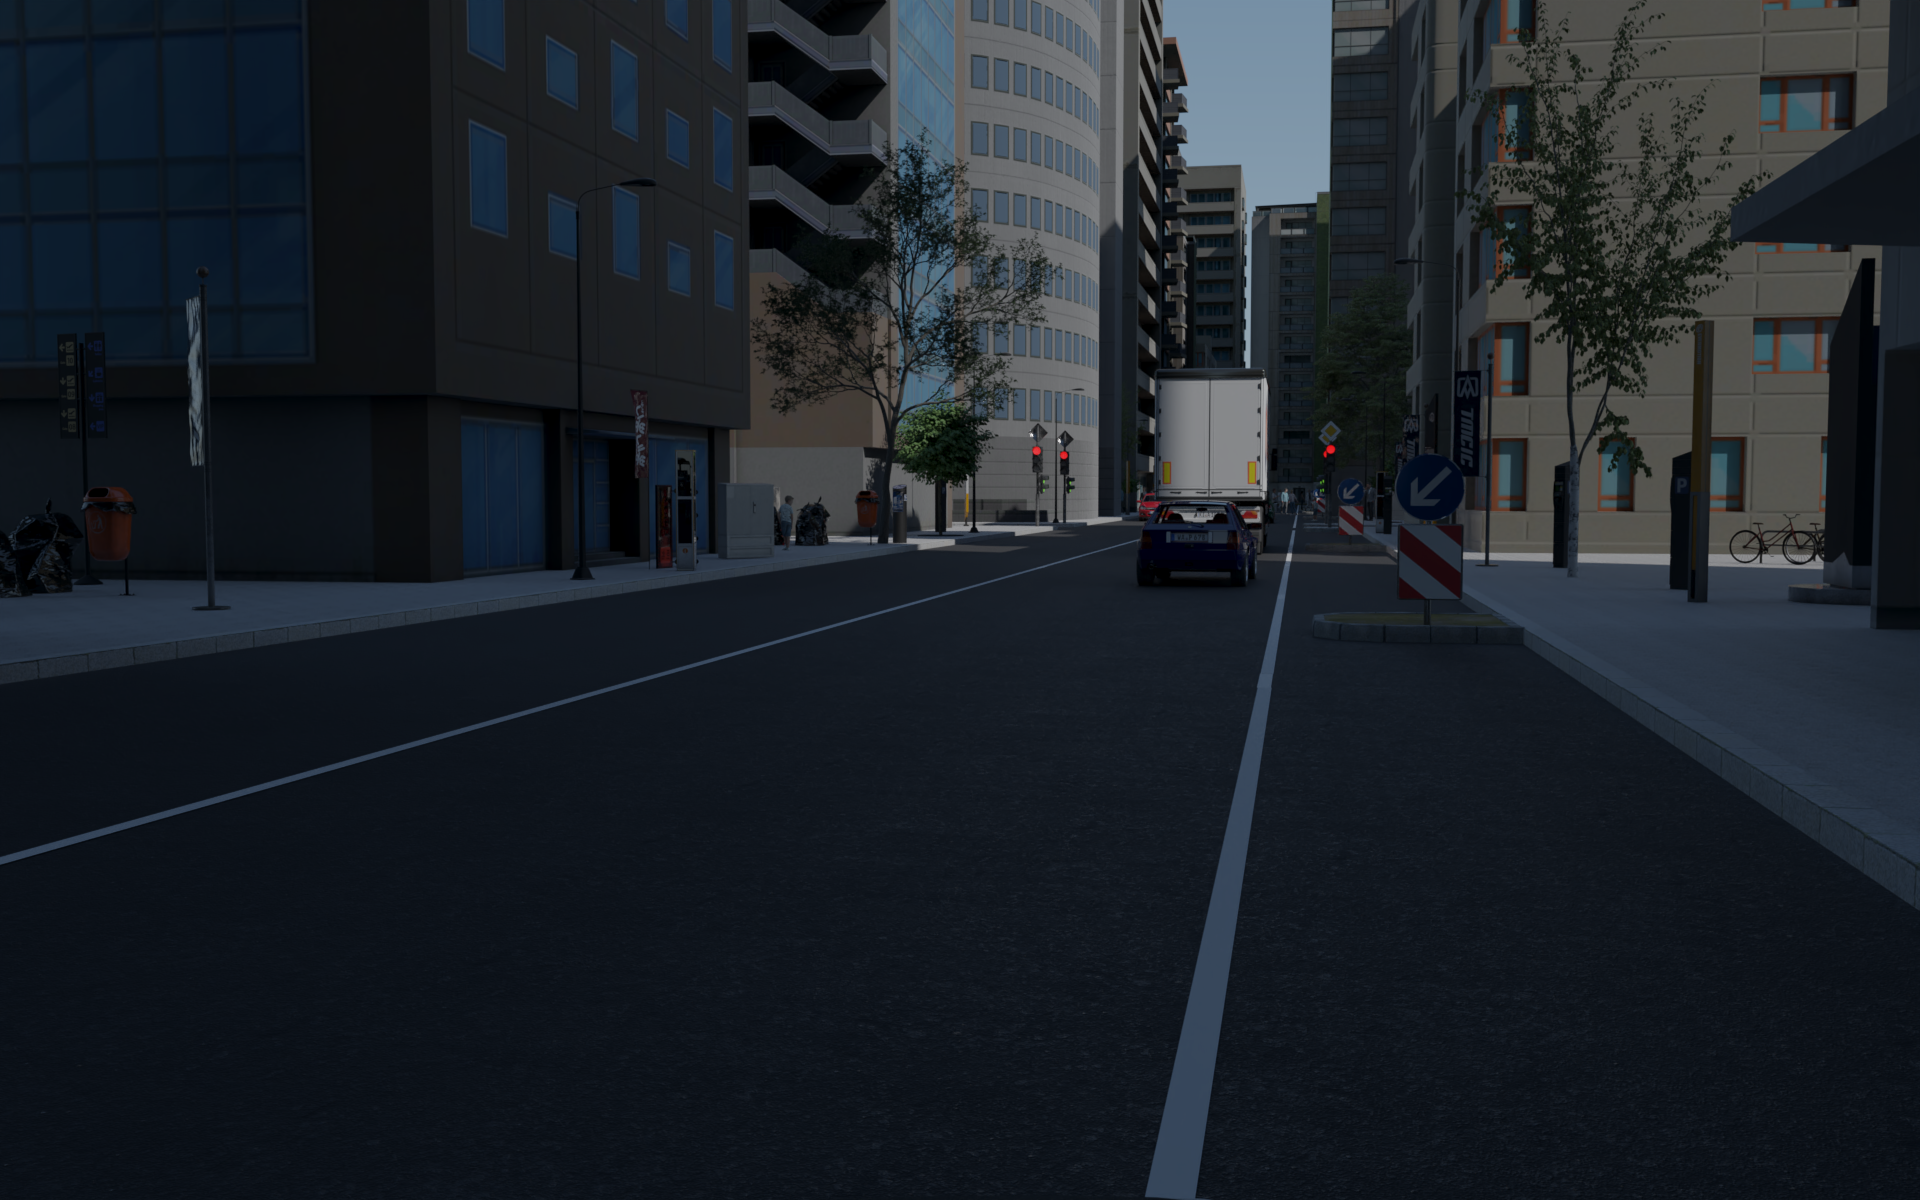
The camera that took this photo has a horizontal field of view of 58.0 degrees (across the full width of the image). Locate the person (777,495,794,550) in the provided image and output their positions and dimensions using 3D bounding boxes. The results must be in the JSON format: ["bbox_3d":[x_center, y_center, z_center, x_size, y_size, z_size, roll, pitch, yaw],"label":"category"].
[{"bbox_3d":[-3.968,-1.759,39.483,0.332,1.250,0.352,3,4,37],"label":"person"}]

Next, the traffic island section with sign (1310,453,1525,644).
[{"bbox_3d":[4.615,-0.551,17.645,1.989,1.847,2.006,1,4,11],"label":"traffic island section with sign"}]

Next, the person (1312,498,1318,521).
[{"bbox_3d":[18.792,-4.804,91.737,0.332,1.250,0.352,1,4,14],"label":"person"}]

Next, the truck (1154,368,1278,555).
[{"bbox_3d":[6.625,-3.382,44.202,2.839,4.237,11.283,1,4,11],"label":"truck"}]

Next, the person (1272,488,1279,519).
[{"bbox_3d":[18.060,-5.505,99.072,0.524,1.755,0.480,2,4,25],"label":"person"}]

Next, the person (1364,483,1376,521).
[{"bbox_3d":[19.570,-4.672,82.619,0.473,1.802,0.592,-1,4,-22],"label":"person"}]

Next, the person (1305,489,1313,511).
[{"bbox_3d":[28.905,-8.266,143.529,0.514,1.842,0.818,-2,4,-24],"label":"person"}]

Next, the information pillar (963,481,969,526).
[{"bbox_3d":[0.259,-4.744,68.925,0.183,3.616,0.504,0,4,-8],"label":"information pillar"}]

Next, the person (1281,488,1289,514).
[{"bbox_3d":[23.411,-7.125,124.848,0.638,1.841,0.748,-1,4,-8],"label":"person"}]

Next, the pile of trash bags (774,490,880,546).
[{"bbox_3d":[-3.644,-2.068,43.565,3.447,1.369,1.912,1,4,17],"label":"pile of trash bags"}]

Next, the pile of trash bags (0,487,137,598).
[{"bbox_3d":[-11.947,-0.754,22.081,3.447,1.369,1.912,1,4,18],"label":"pile of trash bags"}]

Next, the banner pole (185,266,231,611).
[{"bbox_3d":[-8.465,-1.792,19.311,0.401,3.779,0.863,-3,5,-40],"label":"banner pole"}]

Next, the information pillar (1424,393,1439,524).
[{"bbox_3d":[10.995,-3.000,40.413,0.183,3.616,0.504,-1,4,-12],"label":"information pillar"}]

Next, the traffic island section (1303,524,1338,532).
[{"bbox_3d":[14.171,-2.692,66.302,2.009,0.180,2.903,1,4,11],"label":"traffic island section"}]

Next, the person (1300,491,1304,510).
[{"bbox_3d":[30.797,-8.946,155.480,0.721,1.735,1.217,0,4,4],"label":"person"}]

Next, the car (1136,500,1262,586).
[{"bbox_3d":[3.925,-0.963,28.326,1.945,1.354,3.894,1,4,13],"label":"car"}]

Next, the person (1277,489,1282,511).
[{"bbox_3d":[25.940,-8.085,140.562,0.818,1.842,0.514,-3,4,-39],"label":"person"}]

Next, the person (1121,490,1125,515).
[{"bbox_3d":[9.911,-6.146,106.549,0.620,1.820,0.660,2,4,25],"label":"person"}]

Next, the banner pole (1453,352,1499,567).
[{"bbox_3d":[9.178,-2.496,30.826,0.863,3.779,0.401,2,4,29],"label":"banner pole"}]

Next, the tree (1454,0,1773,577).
[{"bbox_3d":[9.635,-4.645,26.306,4.737,8.622,4.395,0,3,0],"label":"tree"}]

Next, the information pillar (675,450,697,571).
[{"bbox_3d":[-4.580,-1.496,28.956,0.304,2.012,0.304,0,4,-1],"label":"information pillar"}]

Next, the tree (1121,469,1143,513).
[{"bbox_3d":[11.666,-7.658,119.812,1.663,3.219,1.824,0,3,0],"label":"tree"}]

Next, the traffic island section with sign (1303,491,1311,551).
[{"bbox_3d":[9.820,-2.169,44.095,1.989,1.847,2.006,1,4,11],"label":"traffic island section with sign"}]

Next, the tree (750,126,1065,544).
[{"bbox_3d":[-1.772,-6.722,44.323,8.767,10.594,7.601,-3,5,-45],"label":"tree"}]

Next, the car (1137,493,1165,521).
[{"bbox_3d":[10.461,-5.059,91.752,2.155,1.783,4.494,1,4,10],"label":"car"}]

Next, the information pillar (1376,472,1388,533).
[{"bbox_3d":[13.781,-3.186,56.587,0.304,2.012,0.304,2,4,31],"label":"information pillar"}]

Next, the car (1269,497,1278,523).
[{"bbox_3d":[14.684,-4.536,85.964,2.131,1.459,4.920,1,4,10],"label":"car"}]

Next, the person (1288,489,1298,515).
[{"bbox_3d":[22.444,-6.554,116.322,0.731,1.740,0.598,-2,4,-33],"label":"person"}]

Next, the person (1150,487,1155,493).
[{"bbox_3d":[11.200,-5.683,101.386,0.822,1.834,0.622,0,4,7],"label":"person"}]

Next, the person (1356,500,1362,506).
[{"bbox_3d":[20.280,-5.027,88.411,0.590,1.801,0.661,0,4,3],"label":"person"}]

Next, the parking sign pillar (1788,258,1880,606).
[{"bbox_3d":[10.641,-1.957,20.471,1.447,3.967,1.447,1,4,13],"label":"parking sign pillar"}]

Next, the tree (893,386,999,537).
[{"bbox_3d":[-0.511,-4.231,52.884,4.285,4.588,4.351,0,3,0],"label":"tree"}]

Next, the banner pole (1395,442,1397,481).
[{"bbox_3d":[18.679,-5.067,72.858,0.863,3.779,0.401,2,4,29],"label":"banner pole"}]

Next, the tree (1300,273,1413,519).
[{"bbox_3d":[21.360,-10.480,89.478,7.486,12.596,7.792,0,3,0],"label":"tree"}]

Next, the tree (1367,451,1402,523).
[{"bbox_3d":[19.185,-5.062,77.368,1.663,3.219,1.824,0,3,0],"label":"tree"}]

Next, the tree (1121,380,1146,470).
[{"bbox_3d":[10.007,-9.898,112.197,4.737,8.622,4.395,0,3,0],"label":"tree"}]

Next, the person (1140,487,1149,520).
[{"bbox_3d":[10.288,-5.367,96.029,0.659,1.850,0.755,0,4,4],"label":"person"}]

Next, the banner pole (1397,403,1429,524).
[{"bbox_3d":[12.650,-3.546,47.990,0.863,3.779,0.401,1,4,21],"label":"banner pole"}]
